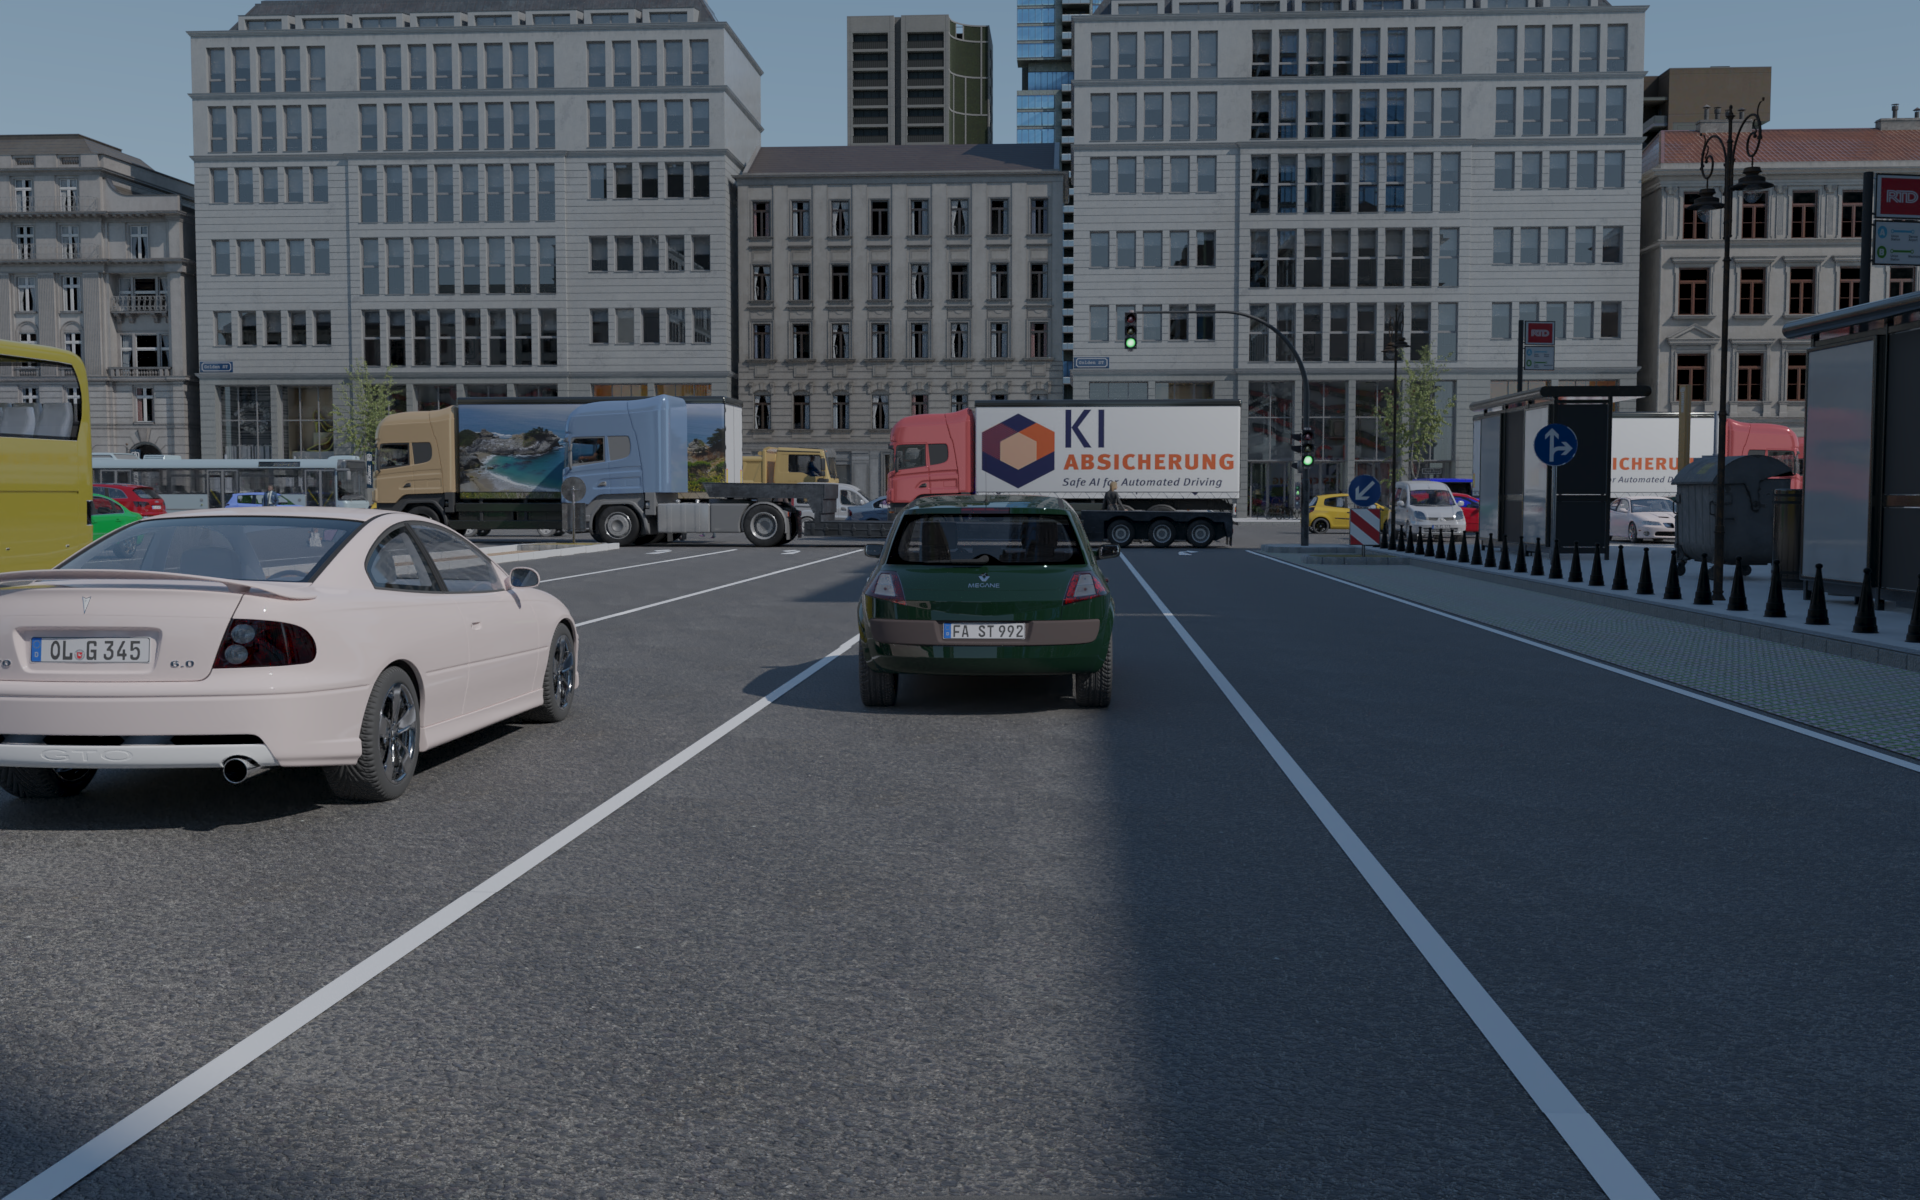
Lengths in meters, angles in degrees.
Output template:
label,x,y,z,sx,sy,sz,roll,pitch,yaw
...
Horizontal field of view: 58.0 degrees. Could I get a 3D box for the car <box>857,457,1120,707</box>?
label,x,y,z,sx,sy,sz,roll,pitch,yaw
car,0.230,-0.200,13.050,2.009,1.686,4.222,0,4,2

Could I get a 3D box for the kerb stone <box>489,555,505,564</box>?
label,x,y,z,sx,sy,sz,roll,pitch,yaw
kerb stone,-9.611,-0.816,35.543,0.120,0.150,1.000,0,4,4

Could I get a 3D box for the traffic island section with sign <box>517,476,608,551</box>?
label,x,y,z,sx,sy,sz,roll,pitch,yaw
traffic island section with sign,-10.082,-2.219,44.414,2.006,1.907,1.989,0,4,4

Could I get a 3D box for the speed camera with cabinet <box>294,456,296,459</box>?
label,x,y,z,sx,sy,sz,roll,pitch,yaw
speed camera with cabinet,-34.499,-5.942,91.491,2.038,3.252,0.660,-3,5,-42

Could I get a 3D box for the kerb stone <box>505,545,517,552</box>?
label,x,y,z,sx,sy,sz,roll,pitch,yaw
kerb stone,-11.245,-1.270,42.962,0.120,0.150,1.000,0,4,4

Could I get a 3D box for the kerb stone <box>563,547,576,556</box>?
label,x,y,z,sx,sy,sz,roll,pitch,yaw
kerb stone,-9.270,-1.130,40.675,0.120,0.150,1.000,0,4,4

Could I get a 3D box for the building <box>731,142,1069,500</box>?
label,x,y,z,sx,sy,sz,roll,pitch,yaw
building,-2.977,-15.246,98.415,18.267,20.994,9.793,0,4,4

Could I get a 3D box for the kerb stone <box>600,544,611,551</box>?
label,x,y,z,sx,sy,sz,roll,pitch,yaw
kerb stone,-9.078,-1.320,43.783,0.120,0.150,1.000,0,4,4

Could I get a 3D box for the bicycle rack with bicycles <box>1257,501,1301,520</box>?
label,x,y,z,sx,sy,sz,roll,pitch,yaw
bicycle rack with bicycles,16.126,-4.480,86.636,2.852,0.926,2.925,-2,4,-30

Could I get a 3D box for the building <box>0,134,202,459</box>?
label,x,y,z,sx,sy,sz,roll,pitch,yaw
building,-54.204,-15.941,102.441,24.055,21.916,13.314,0,4,4

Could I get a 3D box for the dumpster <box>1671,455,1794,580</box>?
label,x,y,z,sx,sy,sz,roll,pitch,yaw
dumpster,11.735,-1.258,26.324,1.264,1.857,1.865,0,4,4

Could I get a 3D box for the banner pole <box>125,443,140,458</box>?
label,x,y,z,sx,sy,sz,roll,pitch,yaw
banner pole,-40.676,-5.819,85.164,0.863,3.779,0.401,-3,5,-44

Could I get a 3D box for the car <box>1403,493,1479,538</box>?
label,x,y,z,sx,sy,sz,roll,pitch,yaw
car,16.393,-2.928,56.919,4.494,1.783,2.155,0,4,4

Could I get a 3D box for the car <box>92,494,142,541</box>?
label,x,y,z,sx,sy,sz,roll,pitch,yaw
car,-19.524,-1.747,37.355,1.959,1.807,4.718,0,4,4

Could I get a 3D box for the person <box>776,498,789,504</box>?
label,x,y,z,sx,sy,sz,roll,pitch,yaw
person,-7.017,-3.597,67.869,0.434,1.755,0.990,-3,5,-40

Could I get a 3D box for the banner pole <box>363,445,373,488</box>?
label,x,y,z,sx,sy,sz,roll,pitch,yaw
banner pole,-30.561,-6.077,89.377,0.401,3.779,0.863,1,4,19

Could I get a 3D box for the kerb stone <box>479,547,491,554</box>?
label,x,y,z,sx,sy,sz,roll,pitch,yaw
kerb stone,-11.366,-1.143,40.899,0.120,0.150,1.000,0,4,4

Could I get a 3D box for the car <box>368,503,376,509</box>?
label,x,y,z,sx,sy,sz,roll,pitch,yaw
car,-22.506,-3.761,71.722,3.980,1.641,2.015,0,4,3

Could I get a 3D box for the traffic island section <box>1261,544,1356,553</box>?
label,x,y,z,sx,sy,sz,roll,pitch,yaw
traffic island section,8.563,-1.265,42.968,2.009,0.180,2.903,0,4,4

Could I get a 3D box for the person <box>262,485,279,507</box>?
label,x,y,z,sx,sy,sz,roll,pitch,yaw
person,-27.554,-3.695,69.090,0.721,1.800,0.419,-1,4,-12

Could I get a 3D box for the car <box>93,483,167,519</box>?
label,x,y,z,sx,sy,sz,roll,pitch,yaw
car,-30.840,-3.216,61.252,5.304,1.827,2.281,0,4,5

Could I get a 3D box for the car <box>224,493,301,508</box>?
label,x,y,z,sx,sy,sz,roll,pitch,yaw
car,-29.306,-3.911,73.534,3.694,1.707,1.945,0,4,5

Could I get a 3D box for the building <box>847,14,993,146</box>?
label,x,y,z,sx,sy,sz,roll,pitch,yaw
building,-5.720,-50.393,262.174,20.611,71.187,20.563,0,4,4

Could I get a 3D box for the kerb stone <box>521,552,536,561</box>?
label,x,y,z,sx,sy,sz,roll,pitch,yaw
kerb stone,-9.476,-0.942,37.596,0.120,0.150,1.000,0,4,4

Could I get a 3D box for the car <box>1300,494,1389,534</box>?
label,x,y,z,sx,sy,sz,roll,pitch,yaw
car,14.389,-3.220,62.863,3.980,1.641,2.015,0,4,4

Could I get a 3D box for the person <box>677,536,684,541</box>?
label,x,y,z,sx,sy,sz,roll,pitch,yaw
person,-8.732,-2.725,53.468,0.534,1.772,0.576,1,4,10

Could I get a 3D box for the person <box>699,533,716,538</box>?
label,x,y,z,sx,sy,sz,roll,pitch,yaw
person,-8.211,-2.712,56.077,0.776,1.435,0.726,1,4,11

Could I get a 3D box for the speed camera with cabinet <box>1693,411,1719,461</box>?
label,x,y,z,sx,sy,sz,roll,pitch,yaw
speed camera with cabinet,18.155,-2.911,41.936,0.660,3.252,2.038,2,4,30

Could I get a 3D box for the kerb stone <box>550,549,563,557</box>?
label,x,y,z,sx,sy,sz,roll,pitch,yaw
kerb stone,-9.354,-1.068,39.650,0.120,0.150,1.000,0,4,4

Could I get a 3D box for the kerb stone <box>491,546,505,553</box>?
label,x,y,z,sx,sy,sz,roll,pitch,yaw
kerb stone,-11.304,-1.207,41.925,0.120,0.150,1.000,0,4,4

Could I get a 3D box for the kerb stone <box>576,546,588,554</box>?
label,x,y,z,sx,sy,sz,roll,pitch,yaw
kerb stone,-9.217,-1.193,41.710,0.120,0.150,1.000,0,4,4

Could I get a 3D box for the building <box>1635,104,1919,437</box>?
label,x,y,z,sx,sy,sz,roll,pitch,yaw
building,46.765,-15.840,95.147,21.152,22.565,11.583,0,4,4

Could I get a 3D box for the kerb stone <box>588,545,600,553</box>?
label,x,y,z,sx,sy,sz,roll,pitch,yaw
kerb stone,-9.143,-1.257,42.753,0.120,0.150,1.000,0,4,4

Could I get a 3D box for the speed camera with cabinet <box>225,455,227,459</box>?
label,x,y,z,sx,sy,sz,roll,pitch,yaw
speed camera with cabinet,-36.893,-5.705,87.619,0.660,3.252,2.038,1,4,9

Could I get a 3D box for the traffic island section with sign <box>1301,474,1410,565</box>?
label,x,y,z,sx,sy,sz,roll,pitch,yaw
traffic island section with sign,8.107,-1.658,35.728,1.989,1.847,2.006,0,4,4

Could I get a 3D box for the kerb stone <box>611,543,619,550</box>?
label,x,y,z,sx,sy,sz,roll,pitch,yaw
kerb stone,-9.008,-1.383,44.808,0.120,0.150,1.000,0,4,4

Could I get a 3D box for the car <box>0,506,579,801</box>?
label,x,y,z,sx,sy,sz,roll,pitch,yaw
car,-3.485,0.175,9.494,2.083,1.381,4.827,0,4,3

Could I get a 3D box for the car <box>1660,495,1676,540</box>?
label,x,y,z,sx,sy,sz,roll,pitch,yaw
car,23.997,-2.773,55.127,4.222,1.686,2.009,0,4,3

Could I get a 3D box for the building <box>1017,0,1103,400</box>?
label,x,y,z,sx,sy,sz,roll,pitch,yaw
building,20.364,-58.012,261.169,31.000,86.520,22.319,0,4,4

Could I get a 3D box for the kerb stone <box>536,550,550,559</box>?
label,x,y,z,sx,sy,sz,roll,pitch,yaw
kerb stone,-9.408,-1.005,38.621,0.120,0.150,1.000,0,4,4

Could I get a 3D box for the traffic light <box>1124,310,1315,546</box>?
label,x,y,z,sx,sy,sz,roll,pitch,yaw
traffic light,6.431,-4.170,42.850,4.771,5.953,1.251,0,4,4

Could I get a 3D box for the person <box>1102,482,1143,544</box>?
label,x,y,z,sx,sy,sz,roll,pitch,yaw
person,4.665,-2.555,50.490,0.699,1.804,1.509,-2,4,-26

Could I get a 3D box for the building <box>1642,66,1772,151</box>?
label,x,y,z,sx,sy,sz,roll,pitch,yaw
building,73.269,-32.374,179.428,14.200,45.320,14.600,0,4,4

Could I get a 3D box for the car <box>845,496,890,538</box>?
label,x,y,z,sx,sy,sz,roll,pitch,yaw
car,-1.508,-2.731,56.662,4.499,1.417,2.014,0,4,4

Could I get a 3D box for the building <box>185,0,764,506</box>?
label,x,y,z,sx,sy,sz,roll,pitch,yaw
building,-26.967,-19.703,99.632,29.804,29.767,11.434,0,4,4

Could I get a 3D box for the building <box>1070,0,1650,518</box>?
label,x,y,z,sx,sy,sz,roll,pitch,yaw
building,21.089,-19.514,96.550,29.804,29.767,11.434,0,4,4

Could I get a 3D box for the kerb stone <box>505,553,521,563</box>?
label,x,y,z,sx,sy,sz,roll,pitch,yaw
kerb stone,-9.549,-0.879,36.570,0.120,0.150,1.000,0,4,4

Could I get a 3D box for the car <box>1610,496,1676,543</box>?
label,x,y,z,sx,sy,sz,roll,pitch,yaw
car,20.588,-2.417,51.884,2.083,1.381,4.827,0,4,3
